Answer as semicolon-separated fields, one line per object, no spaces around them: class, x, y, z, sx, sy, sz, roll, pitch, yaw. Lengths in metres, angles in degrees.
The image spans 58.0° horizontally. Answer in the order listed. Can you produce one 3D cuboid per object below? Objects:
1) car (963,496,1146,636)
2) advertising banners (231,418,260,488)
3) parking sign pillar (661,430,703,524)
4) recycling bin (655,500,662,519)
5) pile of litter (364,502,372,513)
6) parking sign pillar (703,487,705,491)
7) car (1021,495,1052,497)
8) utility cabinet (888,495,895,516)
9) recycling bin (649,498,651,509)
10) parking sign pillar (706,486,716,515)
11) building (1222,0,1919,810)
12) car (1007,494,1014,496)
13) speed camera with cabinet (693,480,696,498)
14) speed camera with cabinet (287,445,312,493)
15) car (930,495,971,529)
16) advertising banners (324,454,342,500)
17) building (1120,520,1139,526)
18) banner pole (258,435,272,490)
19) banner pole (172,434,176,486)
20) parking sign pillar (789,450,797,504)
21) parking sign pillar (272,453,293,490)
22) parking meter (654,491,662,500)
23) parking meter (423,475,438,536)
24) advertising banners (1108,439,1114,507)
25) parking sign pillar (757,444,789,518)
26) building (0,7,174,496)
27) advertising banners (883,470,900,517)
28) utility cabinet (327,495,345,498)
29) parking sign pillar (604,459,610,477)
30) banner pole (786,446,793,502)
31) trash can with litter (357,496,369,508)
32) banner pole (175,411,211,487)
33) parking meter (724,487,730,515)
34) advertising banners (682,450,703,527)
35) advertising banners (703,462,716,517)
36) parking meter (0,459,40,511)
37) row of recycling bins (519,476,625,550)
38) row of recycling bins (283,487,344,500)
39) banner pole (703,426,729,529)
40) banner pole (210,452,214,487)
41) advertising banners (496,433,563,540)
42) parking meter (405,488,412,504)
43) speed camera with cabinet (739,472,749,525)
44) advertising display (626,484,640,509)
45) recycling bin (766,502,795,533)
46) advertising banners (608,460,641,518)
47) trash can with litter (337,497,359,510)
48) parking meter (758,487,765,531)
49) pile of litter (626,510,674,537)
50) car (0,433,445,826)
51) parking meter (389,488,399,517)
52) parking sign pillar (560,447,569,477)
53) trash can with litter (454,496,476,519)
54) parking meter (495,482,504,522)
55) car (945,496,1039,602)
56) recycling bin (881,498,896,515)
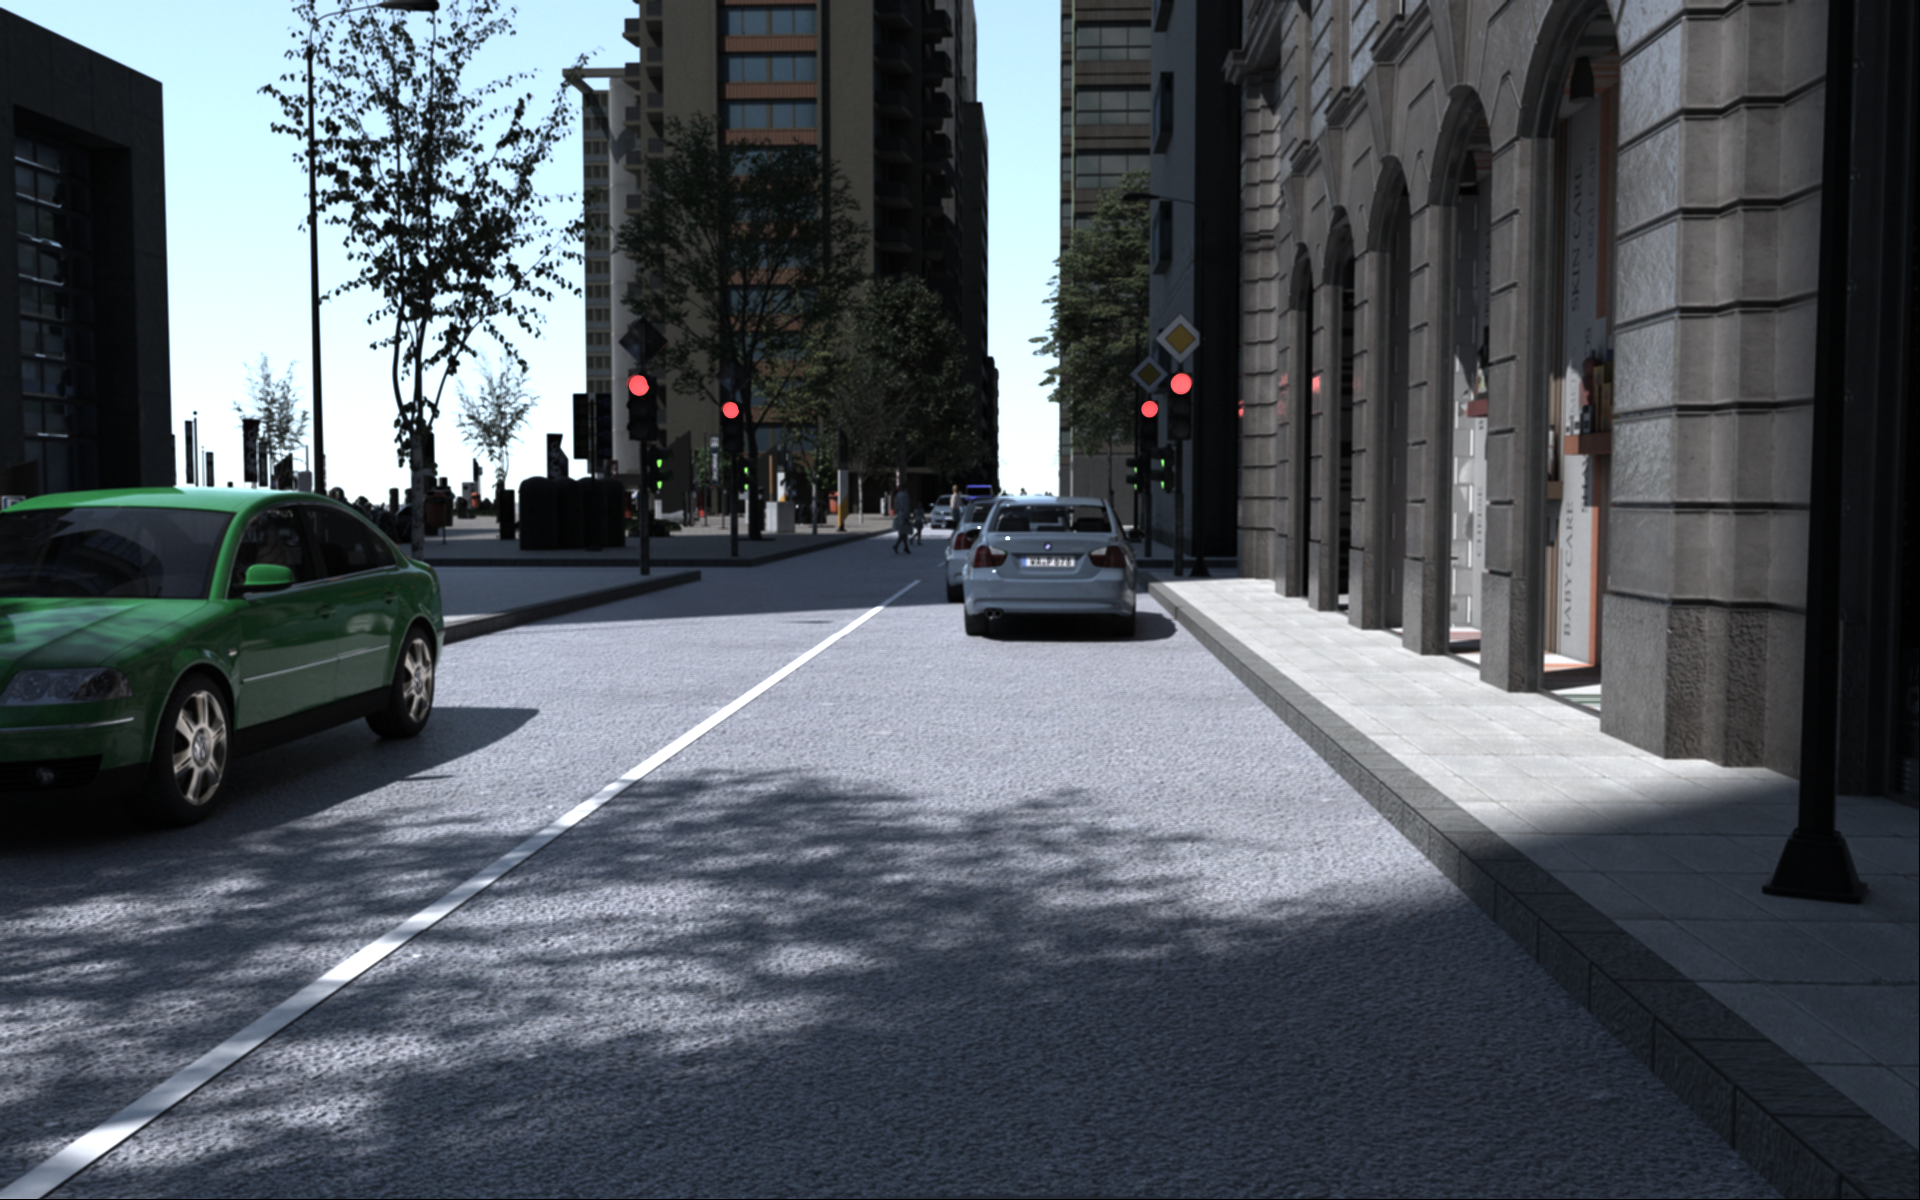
car;1.019;-0.415;18.794;2.014;1.417;4.499;0;4;5
advertising banners;-16.700;-2.646;39.451;0.090;3.025;2.074;2;4;24
parking sign pillar;-12.029;-5.213;73.711;1.447;3.967;1.447;1;4;13
recycling bin;-12.950;-3.873;75.870;0.722;1.027;0.722;0;4;-1
pile of litter;-32.994;-5.009;95.855;1.176;0.858;1.719;-2;4;-25
parking sign pillar;-13.089;-5.730;82.165;1.447;3.967;1.447;0;4;7
car;2.020;-2.059;45.666;2.014;1.417;4.499;0;4;3
utility cabinet;-4.070;-5.561;102.076;0.306;1.237;1.020;1;4;10
recycling bin;-18.891;-5.559;103.451;0.722;1.027;0.722;0;4;-1
parking sign pillar;-15.570;-7.135;105.135;1.447;3.967;1.447;1;4;17
building;9.606;-10.561;14.480;13.314;21.916;24.055;0;4;3
car;5.003;-10.394;180.167;2.015;1.641;3.980;0;4;3
speed camera with cabinet;-17.612;-7.135;110.991;2.038;3.252;0.660;0;4;-8
speed camera with cabinet;-26.743;-4.631;70.055;0.660;3.252;2.038;-2;4;-33
car;-0.242;-3.704;72.558;2.014;1.417;4.499;0;4;3
advertising banners;-27.328;-4.837;75.278;0.090;3.025;2.074;-3;5;-42
building;11.905;-23.974;75.566;14.154;41.232;14.086;0;4;3
banner pole;-29.361;-5.096;73.333;0.401;3.779;0.863;2;4;30
banner pole;-28.925;-4.494;63.488;0.401;3.779;0.863;0;4;3
parking sign pillar;-10.116;-6.999;102.912;1.447;3.967;1.447;-2;4;-27
parking sign pillar;-43.808;-7.557;112.030;1.447;3.967;1.447;2;4;32
parking meter;-15.352;-5.051;88.290;0.399;1.863;0.255;1;4;11
parking meter;-16.374;-2.929;53.608;0.255;1.863;0.399;2;4;25
advertising banners;4.762;-3.578;54.681;0.090;3.025;2.074;0;4;2
parking sign pillar;-10.232;-6.359;92.449;1.447;3.967;1.447;1;4;19
building;-28.490;-42.927;14.528;31.000;86.520;22.319;0;4;3
advertising banners;-3.890;-6.288;98.988;0.090;3.025;2.074;-2;4;-28
utility cabinet;-36.311;-5.476;100.695;1.020;1.237;0.306;-1;4;-21
parking sign pillar;-22.670;-7.488;110.904;1.447;3.967;1.447;0;4;-3
banner pole;-8.858;-6.044;88.830;0.863;3.779;0.401;1;4;14
trash can with litter;-35.329;-5.598;102.912;0.624;1.170;1.055;1;4;23
banner pole;-23.019;-3.789;51.967;0.401;3.779;0.863;0;4;4
parking meter;-14.104;-6.041;104.479;0.399;1.863;0.255;2;4;29
advertising banners;-10.655;-4.429;68.604;0.090;3.025;2.074;0;4;8
advertising banners;-14.235;-6.057;95.213;2.074;3.025;0.090;1;4;21
parking meter;-6.902;-0.258;12.622;0.372;1.533;0.369;0;3;0
row of recycling bins;-9.130;-2.082;41.161;1.069;1.692;3.534;2;4;24
row of recycling bins;-37.021;-5.629;99.150;3.534;1.692;1.069;0;4;-1
banner pole;-8.900;-4.510;63.754;0.863;3.779;0.401;2;4;35
banner pole;-39.141;-6.121;90.089;0.401;3.779;0.863;2;4;31
advertising banners;-12.247;-3.255;49.403;2.074;3.025;0.090;-3;5;-39
parking meter;-23.619;-4.031;74.316;0.372;1.533;0.369;0;3;0
speed camera with cabinet;-8.726;-4.771;72.344;0.660;3.252;2.038;0;4;8
advertising display;-20.769;-6.419;110.158;0.974;1.923;0.123;2;4;24
recycling bin;-5.882;-2.707;56.807;0.722;1.027;0.722;-2;4;-35
advertising banners;-17.215;-5.722;89.737;2.074;3.025;0.090;-2;4;-28
trash can with litter;-17.787;-2.410;50.458;1.678;1.210;2.233;0;4;-4
parking meter;-7.010;-3.181;60.414;0.372;1.533;0.369;0;3;0
pile of litter;-9.491;-2.334;52.123;1.719;0.858;1.176;0;4;-3
car;-4.122;-0.006;8.895;1.959;1.807;4.718;0;4;2
parking meter;-23.447;-3.876;71.775;0.372;1.533;0.369;0;3;0
parking sign pillar;-20.712;-6.183;89.557;1.447;3.967;1.447;-3;5;-39
trash can with litter;-25.644;-4.795;89.786;0.624;1.170;1.055;3;5;40
parking meter;-21.340;-4.564;80.335;0.399;1.863;0.255;-1;4;-15
car;0.765;-0.748;24.236;2.014;1.417;4.499;0;4;3
recycling bin;-4.506;-5.885;108.779;0.722;1.027;0.722;2;4;26
